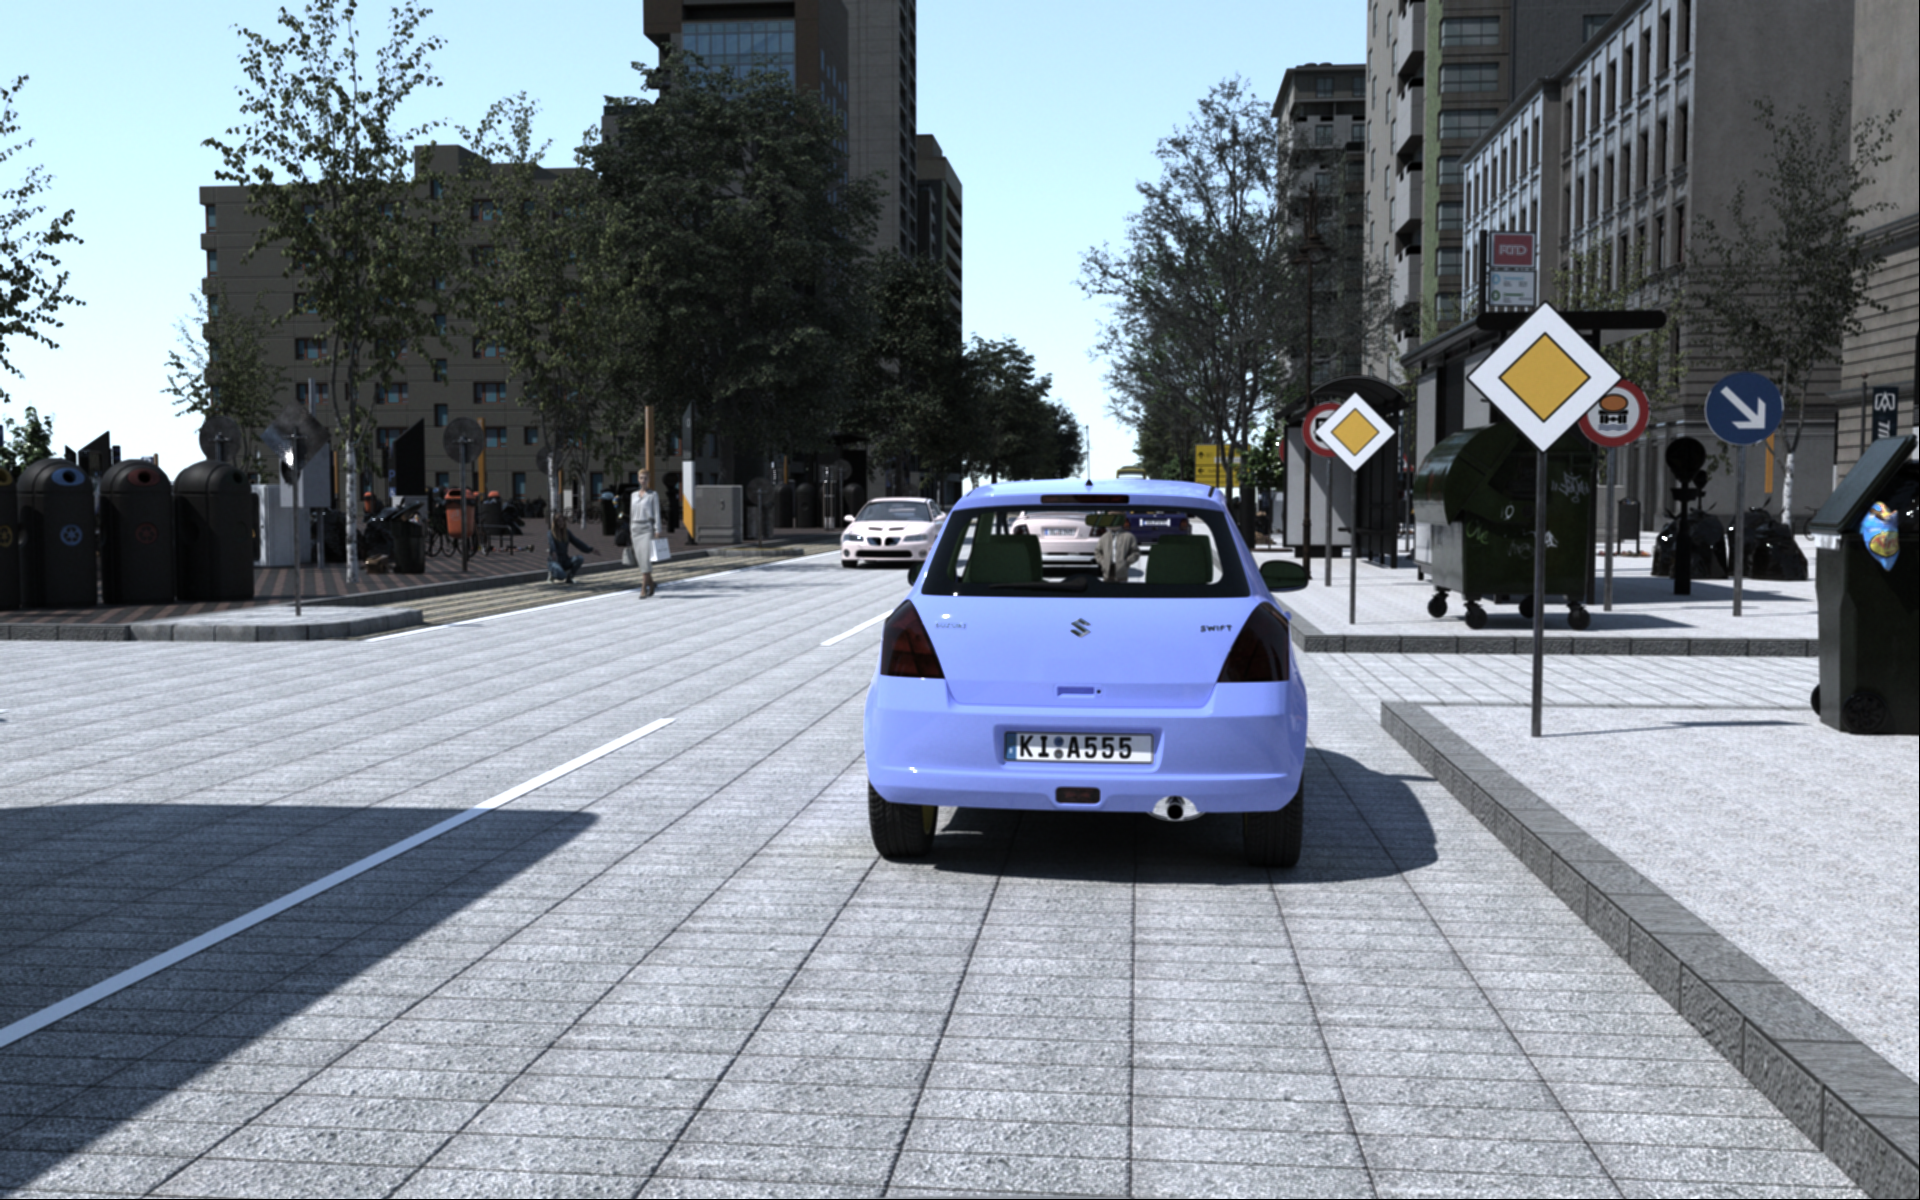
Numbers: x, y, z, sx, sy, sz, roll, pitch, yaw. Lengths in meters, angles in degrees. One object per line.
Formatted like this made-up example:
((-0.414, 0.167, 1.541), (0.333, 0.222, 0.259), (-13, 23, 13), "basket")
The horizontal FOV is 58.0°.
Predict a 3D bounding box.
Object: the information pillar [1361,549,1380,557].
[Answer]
((8.430, -1.900, 35.550), (0.304, 2.012, 0.304), (-3, 5, -40), "information pillar")

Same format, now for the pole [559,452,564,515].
((-19.136, -5.458, 83.086), (0.158, 3.312, 0.155), (0, 3, 0), "pole")

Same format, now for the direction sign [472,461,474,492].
((-23.266, -5.553, 82.790), (0.379, 3.537, 0.876), (-1, 4, -13), "direction sign")

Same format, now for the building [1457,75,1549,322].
((29.746, -14.173, 80.881), (9.793, 20.994, 18.267), (0, 4, 6), "building")

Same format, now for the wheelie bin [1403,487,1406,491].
((20.843, -4.478, 81.127), (0.693, 1.594, 0.980), (1, 4, 15), "wheelie bin")

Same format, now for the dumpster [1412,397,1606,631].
((5.373, -0.892, 17.074), (1.502, 2.255, 1.985), (0, 4, 6), "dumpster")

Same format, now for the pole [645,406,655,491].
((-7.204, -2.840, 40.284), (0.158, 3.312, 0.155), (0, 3, 0), "pole")

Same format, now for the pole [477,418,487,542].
((-12.798, -3.214, 46.392), (0.158, 3.312, 0.155), (0, 3, 0), "pole")

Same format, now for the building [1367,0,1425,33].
((43.849, -32.596, 122.181), (28.713, 52.752, 27.495), (0, 4, 6), "building")

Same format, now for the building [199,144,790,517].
((-27.407, -16.234, 110.462), (27.650, 21.520, 28.899), (0, 4, 6), "building")

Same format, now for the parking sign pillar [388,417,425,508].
((-19.319, -4.403, 60.460), (1.447, 3.967, 1.447), (2, 4, 31), "parking sign pillar")

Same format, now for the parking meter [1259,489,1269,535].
((9.504, -2.796, 54.118), (0.372, 1.533, 0.369), (0, 3, 0), "parking meter")

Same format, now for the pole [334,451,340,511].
((-29.721, -5.429, 82.609), (0.158, 3.312, 0.155), (0, 3, 0), "pole")

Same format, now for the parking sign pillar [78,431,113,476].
((-36.778, -5.215, 73.744), (1.447, 3.967, 1.447), (0, 4, -2), "parking sign pillar")

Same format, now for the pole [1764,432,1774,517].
((18.710, -2.826, 40.054), (0.158, 3.312, 0.155), (0, 3, 0), "pole")

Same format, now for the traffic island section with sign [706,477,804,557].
((-4.697, -1.932, 40.216), (1.989, 1.847, 2.006), (0, 4, 6), "traffic island section with sign")

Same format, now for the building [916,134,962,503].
((-11.350, -37.536, 237.408), (21.300, 48.544, 21.600), (0, 4, 6), "building")

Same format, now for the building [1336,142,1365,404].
((38.310, -22.790, 144.310), (14.160, 30.474, 14.107), (0, 4, 6), "building")

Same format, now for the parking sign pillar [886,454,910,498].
((-3.279, -6.282, 91.188), (1.447, 3.967, 1.447), (2, 4, 35), "parking sign pillar")

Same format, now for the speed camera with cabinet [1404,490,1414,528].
((17.763, -4.336, 65.222), (0.660, 3.252, 2.038), (-3, 5, -42), "speed camera with cabinet")

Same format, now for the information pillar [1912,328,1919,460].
((11.773, -1.824, 21.176), (0.183, 3.616, 0.504), (1, 4, 11), "information pillar")

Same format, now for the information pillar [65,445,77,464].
((-41.948, -5.528, 81.742), (0.504, 3.616, 0.183), (-3, 4, -36), "information pillar")

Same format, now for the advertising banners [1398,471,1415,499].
((20.501, -5.137, 80.173), (2.074, 3.025, 0.090), (1, 4, 10), "advertising banners")

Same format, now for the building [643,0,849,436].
((-17.324, -30.313, 145.724), (14.600, 45.320, 14.200), (0, 4, 6), "building")

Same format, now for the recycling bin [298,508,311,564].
((-12.357, -1.167, 31.631), (0.722, 1.027, 0.722), (0, 4, 8), "recycling bin")

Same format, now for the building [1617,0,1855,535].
((28.445, -13.060, 62.685), (9.793, 20.994, 18.267), (0, 4, 6), "building")

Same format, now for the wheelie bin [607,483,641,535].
((-9.675, -2.627, 50.862), (0.980, 1.594, 0.693), (-3, 4, -36), "wheelie bin")

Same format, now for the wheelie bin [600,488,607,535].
((-10.826, -2.806, 53.779), (0.693, 1.594, 0.980), (-1, 4, -18), "wheelie bin")

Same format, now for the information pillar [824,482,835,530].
((-4.645, -3.488, 61.514), (0.304, 2.012, 0.304), (1, 4, 16), "information pillar")

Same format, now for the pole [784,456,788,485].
((-9.213, -5.998, 91.916), (0.158, 3.312, 0.155), (0, 3, 0), "pole")

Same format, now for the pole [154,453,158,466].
((-40.331, -5.695, 86.960), (0.158, 3.312, 0.155), (0, 3, 0), "pole")

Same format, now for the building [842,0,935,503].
((-13.580, -46.690, 201.634), (20.563, 71.187, 20.611), (0, 4, 6), "building")

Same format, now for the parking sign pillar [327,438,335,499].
((-28.528, -5.419, 77.080), (1.447, 3.967, 1.447), (1, 4, 11), "parking sign pillar")

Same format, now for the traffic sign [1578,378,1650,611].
((7.091, -1.148, 18.884), (0.768, 2.556, 0.104), (0, 4, 8), "traffic sign")

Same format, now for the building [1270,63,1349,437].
((52.778, -37.929, 209.377), (28.713, 52.752, 27.495), (0, 4, 6), "building")

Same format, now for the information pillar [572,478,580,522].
((-17.580, -4.571, 79.224), (0.304, 2.012, 0.304), (0, 4, -7), "information pillar")

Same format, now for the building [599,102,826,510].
((-18.313, -22.001, 131.425), (14.160, 30.474, 14.107), (0, 4, 6), "building")

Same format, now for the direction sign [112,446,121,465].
((-39.586, -5.430, 80.773), (0.876, 3.537, 0.379), (-1, 4, -13), "direction sign")

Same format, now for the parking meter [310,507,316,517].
((-17.739, -2.382, 47.349), (0.372, 1.533, 0.369), (0, 3, 0), "parking meter")

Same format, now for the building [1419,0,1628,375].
((34.473, -25.630, 102.642), (14.154, 41.232, 14.086), (0, 4, 6), "building")

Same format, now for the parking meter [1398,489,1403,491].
((21.401, -4.615, 83.864), (0.372, 1.533, 0.369), (0, 3, 0), "parking meter")

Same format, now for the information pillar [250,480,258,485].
((-36.551, -5.210, 89.673), (0.304, 2.012, 0.304), (0, 4, -3), "information pillar")

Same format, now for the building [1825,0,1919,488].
((37.826, -13.134, 33.821), (34.723, 24.649, 14.460), (0, 4, 6), "building")

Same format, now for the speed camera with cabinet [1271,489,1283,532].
((10.854, -3.960, 59.082), (0.660, 3.252, 2.038), (-1, 4, -17), "speed camera with cabinet")

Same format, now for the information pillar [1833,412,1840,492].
((25.056, -3.537, 49.187), (0.504, 3.616, 0.183), (1, 4, 10), "information pillar")

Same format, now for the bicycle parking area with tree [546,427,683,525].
((-13.390, -5.453, 76.158), (9.016, 4.147, 8.231), (3, 5, 41), "bicycle parking area with tree")

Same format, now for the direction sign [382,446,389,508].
((-27.299, -5.528, 82.388), (0.379, 3.537, 0.876), (0, 4, 0), "direction sign")

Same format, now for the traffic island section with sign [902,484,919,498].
((-1.904, -3.572, 67.026), (1.989, 1.847, 2.006), (0, 4, 6), "traffic island section with sign")

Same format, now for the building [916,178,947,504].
((-9.417, -32.779, 219.525), (14.154, 41.232, 14.086), (0, 4, 6), "building")

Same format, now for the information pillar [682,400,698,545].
((-6.819, -3.195, 43.586), (0.183, 3.616, 0.504), (-3, 4, -38), "information pillar")

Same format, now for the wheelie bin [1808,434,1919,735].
((5.063, -0.095, 9.458), (0.693, 1.594, 0.980), (1, 4, 12), "wheelie bin")

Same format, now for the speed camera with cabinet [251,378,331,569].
((-11.727, -2.176, 29.919), (2.038, 3.252, 0.660), (3, 4, 36), "speed camera with cabinet")
